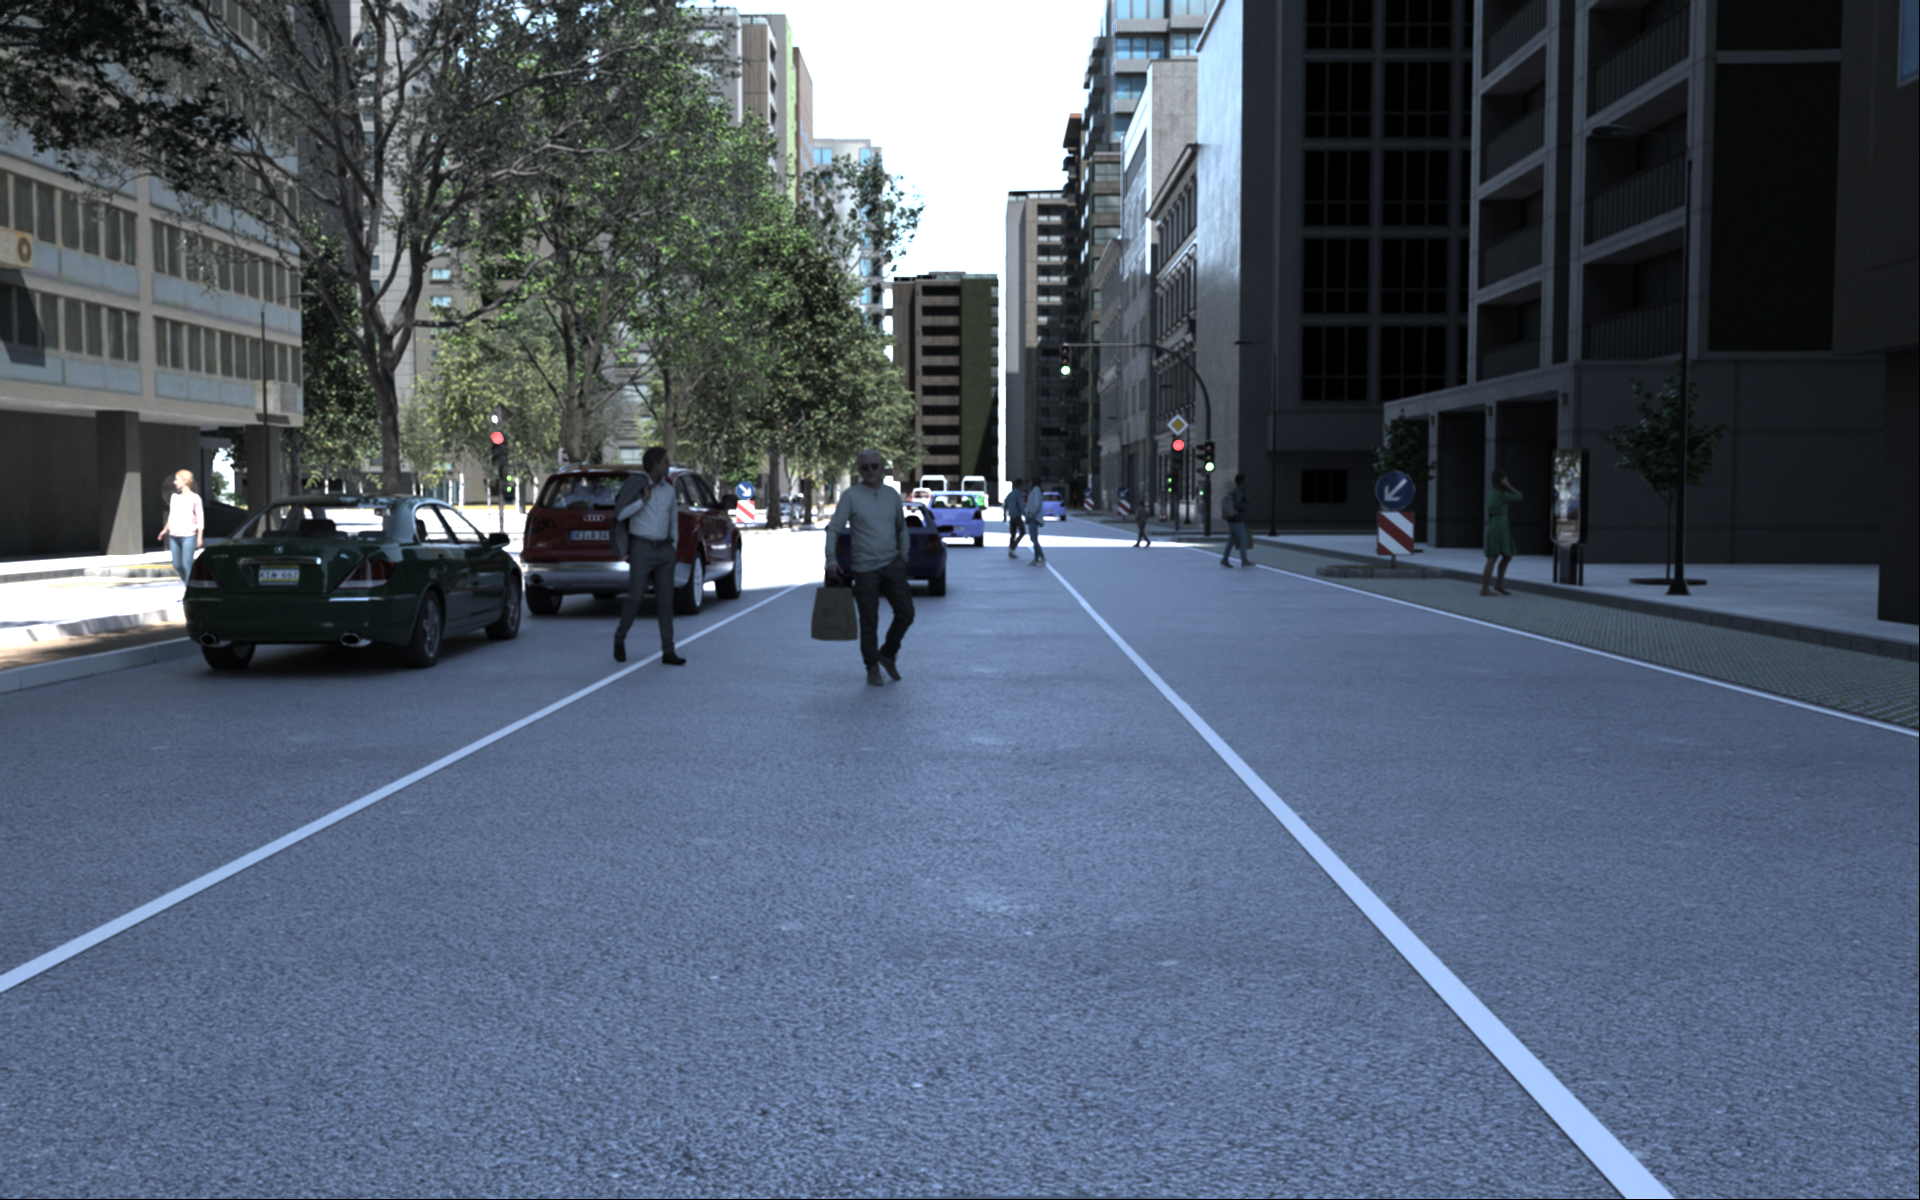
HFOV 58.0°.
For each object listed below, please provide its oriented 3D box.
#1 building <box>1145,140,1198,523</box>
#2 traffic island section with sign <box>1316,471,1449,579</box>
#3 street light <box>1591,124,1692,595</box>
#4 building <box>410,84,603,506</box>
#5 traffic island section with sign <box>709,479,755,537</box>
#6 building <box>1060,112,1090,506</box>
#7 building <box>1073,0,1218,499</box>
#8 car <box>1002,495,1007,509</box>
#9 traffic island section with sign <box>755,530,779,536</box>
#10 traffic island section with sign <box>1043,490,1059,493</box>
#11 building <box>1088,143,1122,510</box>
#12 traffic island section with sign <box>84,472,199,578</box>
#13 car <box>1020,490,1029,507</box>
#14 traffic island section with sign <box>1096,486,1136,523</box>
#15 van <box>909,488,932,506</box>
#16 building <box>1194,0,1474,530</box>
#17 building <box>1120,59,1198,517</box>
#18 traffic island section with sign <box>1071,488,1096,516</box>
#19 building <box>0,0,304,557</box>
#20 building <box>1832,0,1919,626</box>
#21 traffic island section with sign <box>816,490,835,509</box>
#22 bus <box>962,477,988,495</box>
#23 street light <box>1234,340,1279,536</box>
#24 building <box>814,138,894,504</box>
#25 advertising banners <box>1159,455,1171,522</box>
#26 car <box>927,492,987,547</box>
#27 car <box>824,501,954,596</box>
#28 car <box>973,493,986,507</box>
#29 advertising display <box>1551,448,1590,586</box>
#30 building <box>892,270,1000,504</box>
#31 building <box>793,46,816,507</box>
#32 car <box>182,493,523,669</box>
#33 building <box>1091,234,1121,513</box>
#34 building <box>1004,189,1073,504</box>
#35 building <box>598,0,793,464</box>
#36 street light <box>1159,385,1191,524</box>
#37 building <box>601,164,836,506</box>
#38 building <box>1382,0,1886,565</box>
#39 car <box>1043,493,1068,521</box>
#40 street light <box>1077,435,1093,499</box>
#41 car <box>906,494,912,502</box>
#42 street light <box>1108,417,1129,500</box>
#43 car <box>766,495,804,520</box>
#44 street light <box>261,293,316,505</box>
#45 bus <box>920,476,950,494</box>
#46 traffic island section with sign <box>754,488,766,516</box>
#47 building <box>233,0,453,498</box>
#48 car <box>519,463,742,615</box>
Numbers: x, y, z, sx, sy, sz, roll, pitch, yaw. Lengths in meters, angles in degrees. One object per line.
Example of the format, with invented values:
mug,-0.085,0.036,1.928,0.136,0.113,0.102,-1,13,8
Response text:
building,15.134,-13.430,84.215,10.561,19.102,19.286,0,4,1
traffic island section with sign,7.275,-1.314,30.116,1.989,1.847,2.006,0,4,1
street light,8.634,-3.021,21.942,1.470,5.913,1.316,0,4,1
building,-49.654,-35.333,201.402,21.600,48.544,21.300,0,4,1
traffic island section with sign,-7.496,-2.748,53.061,2.006,1.907,1.989,0,4,1
building,22.770,-33.155,196.713,22.147,44.769,28.867,0,4,1
building,23.295,-33.478,166.969,23.786,49.044,30.456,0,4,1
car,5.087,-9.504,167.750,2.083,1.381,4.827,0,4,2
traffic island section with sign,-7.401,-3.201,60.467,2.006,1.907,1.989,0,4,1
traffic island section with sign,8.796,-9.425,162.727,1.989,1.847,2.006,0,4,1
building,17.711,-22.854,145.358,14.160,30.474,14.107,0,4,1
traffic island section with sign,-13.937,-1.333,30.429,1.989,1.847,2.006,0,4,1
car,5.684,-9.322,161.086,2.281,1.827,5.304,0,4,0
traffic island section with sign,7.898,-4.685,85.232,1.989,1.847,2.006,0,4,1
van,-2.823,-7.539,130.279,2.013,2.044,4.112,0,4,1
building,24.902,-15.136,66.541,30.058,24.678,14.314,0,4,1
building,16.500,-17.521,104.486,12.078,24.808,19.932,0,4,1
traffic island section with sign,8.217,-6.353,112.500,1.989,1.847,2.006,0,4,1
building,-28.361,-21.098,36.840,23.993,40.220,32.217,0,4,1
building,15.838,-21.983,9.533,14.600,45.320,14.200,0,4,1
traffic island section with sign,-12.431,-9.431,162.819,1.989,1.847,2.006,0,4,1
bus,1.625,-11.987,190.851,2.948,3.499,13.247,0,4,1
street light,8.983,-4.891,52.507,1.470,5.913,1.316,0,4,1
building,-24.045,-37.392,230.973,30.456,49.044,23.786,0,4,1
advertising banners,9.282,-5.030,78.425,0.090,3.025,2.074,0,4,-5
car,-0.208,-2.363,48.226,1.945,1.707,3.694,0,4,-1
car,-1.063,-0.802,25.698,1.945,1.354,3.894,0,4,-1
car,1.394,-9.187,159.011,1.959,1.807,4.718,0,4,-1
advertising display,8.641,-1.183,24.563,0.123,1.923,0.974,0,4,-4
building,-1.816,-27.839,226.860,14.107,30.474,14.160,0,4,1
building,-21.931,-31.871,171.197,14.600,45.320,14.200,0,4,1
car,-5.284,-0.236,15.660,2.131,1.459,4.920,0,4,-1
building,15.880,-17.676,125.156,11.583,22.565,21.152,0,4,1
building,12.846,-33.170,225.926,14.086,41.232,14.154,0,4,1
building,-21.453,-28.107,143.139,14.154,41.232,14.086,0,4,1
street light,9.174,-6.192,73.784,1.470,5.913,1.316,0,4,1
building,-26.547,-30.807,195.582,23.993,40.220,32.217,0,4,1
building,21.437,-36.440,34.039,20.563,71.187,20.611,0,4,1
car,4.864,-5.153,93.835,1.945,1.707,3.694,0,4,2
street light,9.859,-9.976,135.647,1.470,5.913,1.316,0,4,1
car,-3.733,-8.730,151.777,2.155,1.783,4.494,0,4,2
street light,9.579,-8.062,104.349,1.470,5.913,1.316,0,4,1
car,-9.981,-5.323,99.037,2.014,1.417,4.499,0,4,2
street light,-15.539,-4.130,40.073,1.470,5.913,1.316,0,4,1
bus,-2.636,-11.461,182.251,2.948,3.499,13.247,0,4,1
traffic island section with sign,-13.008,-6.349,112.437,1.989,1.847,2.006,0,4,1
building,-70.753,-46.678,201.431,20.611,71.187,20.563,0,4,1
car,-4.074,-0.823,22.132,2.281,1.827,5.304,0,4,1
